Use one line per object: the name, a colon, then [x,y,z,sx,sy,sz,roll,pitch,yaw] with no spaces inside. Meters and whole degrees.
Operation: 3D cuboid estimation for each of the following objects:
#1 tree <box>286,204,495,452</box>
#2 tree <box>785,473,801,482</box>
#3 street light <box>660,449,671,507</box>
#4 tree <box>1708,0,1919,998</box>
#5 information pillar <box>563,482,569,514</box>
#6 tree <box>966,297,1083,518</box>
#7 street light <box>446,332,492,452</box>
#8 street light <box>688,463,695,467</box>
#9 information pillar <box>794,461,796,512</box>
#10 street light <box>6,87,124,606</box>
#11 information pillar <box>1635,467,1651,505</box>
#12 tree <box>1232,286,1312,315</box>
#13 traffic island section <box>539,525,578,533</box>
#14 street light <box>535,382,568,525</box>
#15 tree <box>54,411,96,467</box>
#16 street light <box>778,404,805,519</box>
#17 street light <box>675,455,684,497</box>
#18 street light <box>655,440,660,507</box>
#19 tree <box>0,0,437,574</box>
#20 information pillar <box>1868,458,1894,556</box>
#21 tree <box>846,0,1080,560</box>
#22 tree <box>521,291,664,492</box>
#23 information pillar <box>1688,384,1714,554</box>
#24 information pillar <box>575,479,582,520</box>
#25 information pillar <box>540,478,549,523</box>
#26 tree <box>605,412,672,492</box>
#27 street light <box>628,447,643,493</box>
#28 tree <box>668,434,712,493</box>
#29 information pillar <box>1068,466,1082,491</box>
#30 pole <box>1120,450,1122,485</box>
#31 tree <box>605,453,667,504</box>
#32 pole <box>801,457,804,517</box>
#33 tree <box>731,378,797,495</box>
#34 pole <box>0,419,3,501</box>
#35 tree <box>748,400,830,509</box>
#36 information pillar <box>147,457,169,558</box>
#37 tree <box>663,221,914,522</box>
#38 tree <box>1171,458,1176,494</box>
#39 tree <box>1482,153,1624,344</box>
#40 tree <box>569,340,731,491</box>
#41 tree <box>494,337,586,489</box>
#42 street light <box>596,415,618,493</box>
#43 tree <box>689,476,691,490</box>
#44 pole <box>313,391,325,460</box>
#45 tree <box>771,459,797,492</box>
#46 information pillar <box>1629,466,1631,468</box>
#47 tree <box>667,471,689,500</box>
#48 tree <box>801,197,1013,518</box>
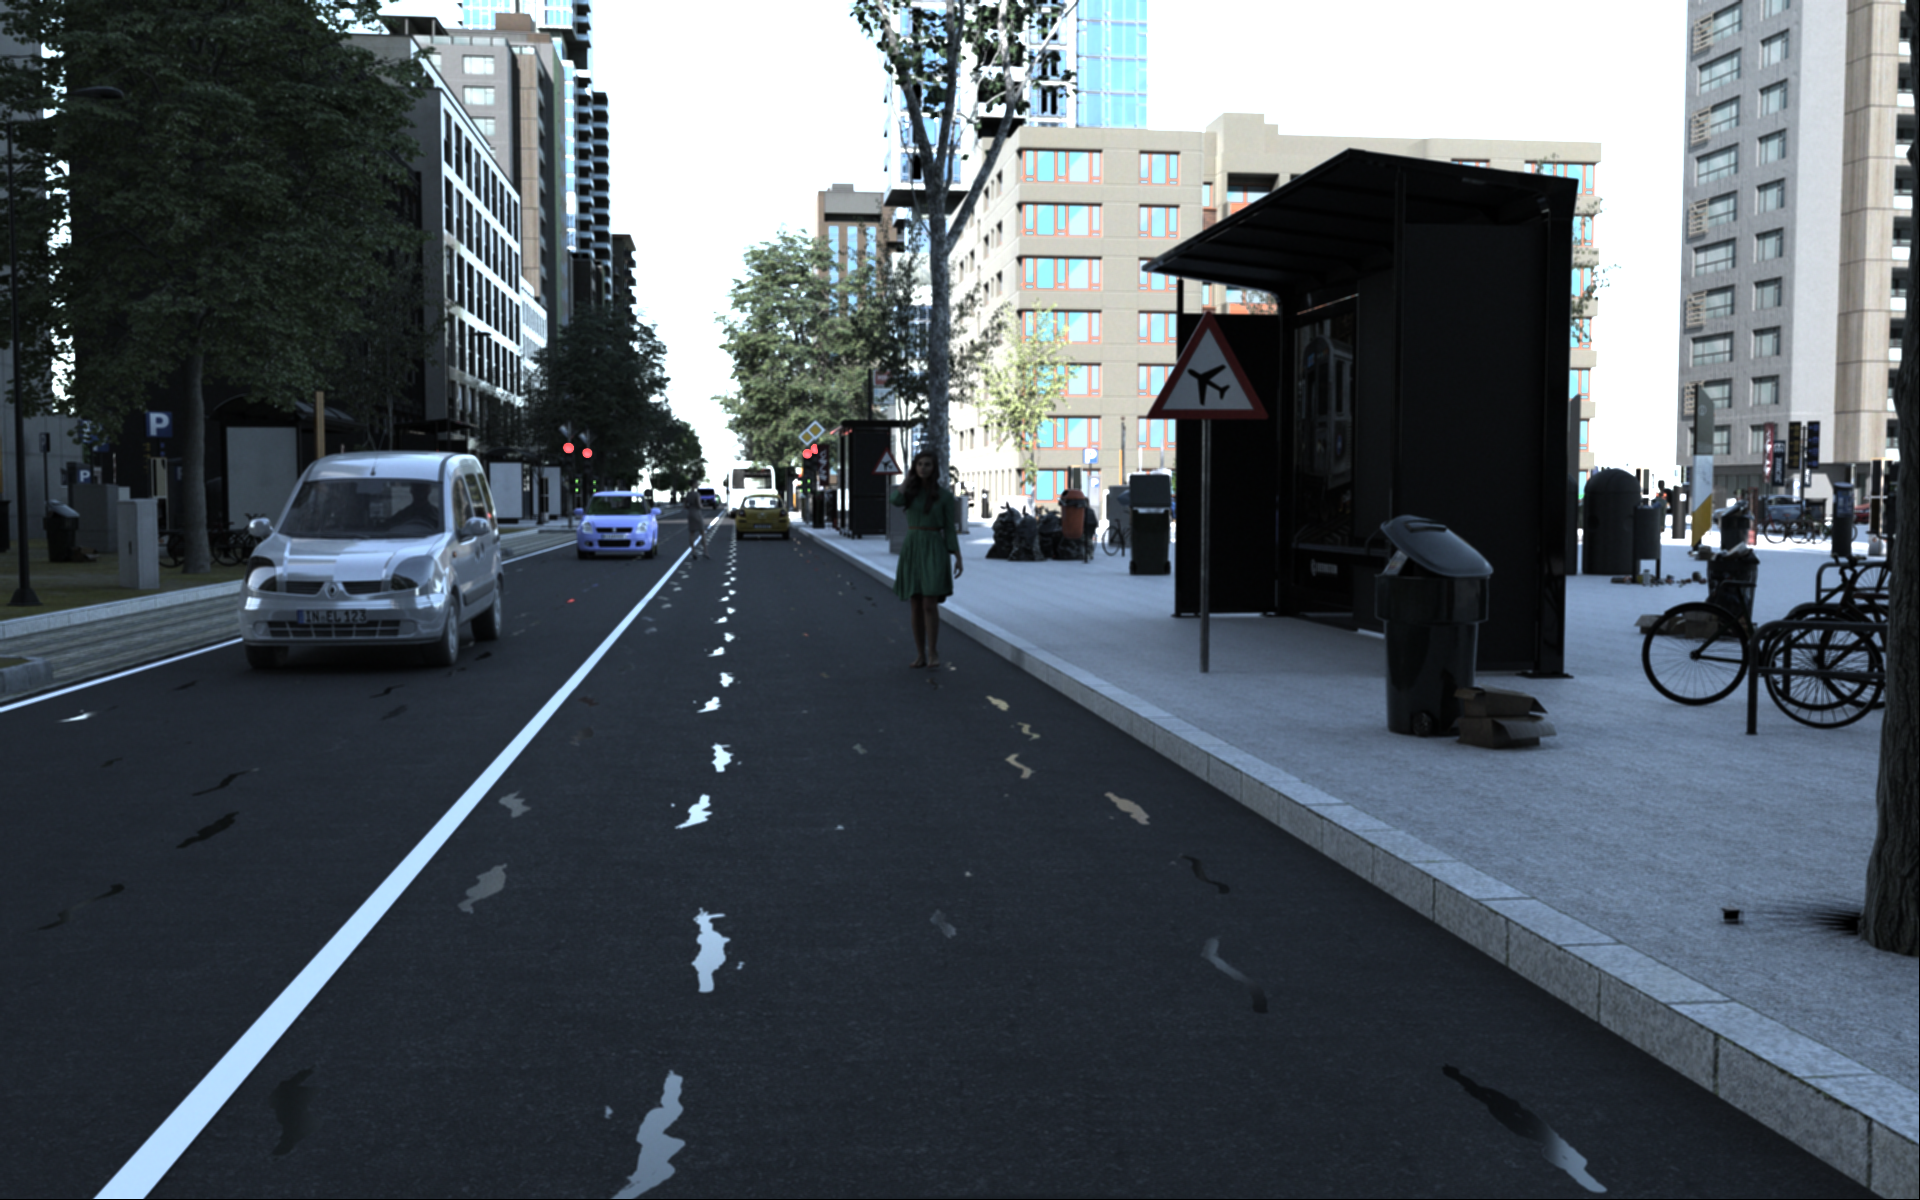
tree: [-14.658,-5.694,43.457,4.360,8.622,3.978,0,3,0]
tree: [-12.878,-8.590,135.051,1.663,3.219,1.824,0,3,0]
street light: [-30.487,-12.585,178.311,1.470,5.913,1.316,0,4,-7]
tree: [2.958,-4.823,4.607,9.928,11.665,9.643,0,3,0]
information pillar: [-23.159,-5.959,101.928,0.304,2.012,0.304,-2,4,-33]
tree: [2.474,-6.948,63.964,4.737,8.622,4.395,0,3,0]
street light: [-14.095,-4.716,49.650,1.470,5.913,1.316,0,4,-7]
street light: [-40.982,-17.587,260.087,1.470,5.913,1.316,0,4,-7]
information pillar: [-11.516,-7.912,120.721,0.183,3.616,0.504,0,4,1]
street light: [-10.248,-2.894,19.858,1.470,5.913,1.316,0,4,-7]
information pillar: [18.756,-2.638,47.620,0.304,2.012,0.304,-1,4,-16]
tree: [8.998,-6.006,48.552,4.360,8.622,3.978,0,3,0]
traffic island section: [-14.499,-2.575,64.376,2.009,0.180,2.903,0,4,-7]
street light: [-16.924,-6.075,71.873,1.470,5.913,1.316,0,4,-7]
tree: [-30.623,-4.537,57.886,4.285,4.588,4.351,0,3,0]
street light: [-8.433,-7.064,88.037,1.470,5.913,1.316,0,4,-7]
street light: [-34.288,-14.408,208.109,1.470,5.913,1.316,0,4,-7]
street light: [-26.608,-10.720,147.817,1.470,5.913,1.316,0,4,-7]
tree: [-11.986,-6.707,27.793,7.486,12.596,7.792,0,3,0]
information pillar: [19.007,-1.911,35.743,0.304,2.012,0.304,-1,4,-19]
tree: [1.092,-10.614,29.431,12.611,20.169,13.585,0,3,0]
tree: [-22.808,-12.376,109.010,9.857,13.997,8.962,0,3,0]
information pillar: [15.820,-2.786,36.913,0.504,3.616,0.183,-1,4,-22]
information pillar: [-19.017,-5.003,86.285,0.304,2.012,0.304,-1,4,-18]
information pillar: [-18.513,-4.439,77.075,0.304,2.012,0.304,2,4,25]
tree: [-30.617,-13.957,162.605,7.601,10.594,8.767,-3,4,-38]
street light: [-24.604,-9.720,131.458,1.470,5.913,1.316,0,4,-7]
tree: [-47.679,-23.556,302.155,9.611,12.733,9.660,0,3,0]
information pillar: [3.004,-2.498,45.326,0.304,2.012,0.304,-1,4,-17]
pole: [7.494,-5.270,80.014,0.158,3.312,0.155,0,3,0]
tree: [-24.823,-8.778,127.229,4.285,4.588,4.351,0,3,0]
pole: [-8.640,-6.196,95.154,0.158,3.312,0.155,0,3,0]
tree: [-18.914,-16.433,179.056,12.009,13.543,11.850,0,3,0]
pole: [-25.137,-3.146,45.283,0.158,3.312,0.155,0,3,0]
tree: [-13.658,-12.613,140.629,7.601,10.594,8.767,-1,4,-11]
information pillar: [-16.144,-1.859,34.884,0.304,2.012,0.304,-3,4,-37]
tree: [-7.010,-10.641,80.639,9.857,13.997,8.962,0,3,0]
tree: [10.356,-5.284,80.987,1.663,3.219,1.824,0,3,0]
tree: [11.874,-5.313,37.231,4.360,8.622,3.978,0,3,0]
tree: [-26.523,-13.923,138.014,12.009,13.543,11.850,0,3,0]
tree: [-19.793,-8.035,81.741,4.360,8.622,3.978,0,3,0]
street light: [-20.766,-7.898,101.665,1.470,5.913,1.316,0,4,-7]
tree: [-40.031,-16.054,246.187,4.285,4.588,4.351,0,3,0]
pole: [-12.732,-2.485,34.468,0.158,3.312,0.155,0,3,0]
tree: [-17.173,-11.251,167.667,4.285,4.588,4.351,0,3,0]
information pillar: [54.527,-9.179,141.435,0.504,3.616,0.183,0,4,5]
tree: [-37.047,-14.160,215.234,4.285,4.588,4.351,0,3,0]
tree: [-1.124,-5.697,43.506,4.360,8.622,3.978,0,3,0]
